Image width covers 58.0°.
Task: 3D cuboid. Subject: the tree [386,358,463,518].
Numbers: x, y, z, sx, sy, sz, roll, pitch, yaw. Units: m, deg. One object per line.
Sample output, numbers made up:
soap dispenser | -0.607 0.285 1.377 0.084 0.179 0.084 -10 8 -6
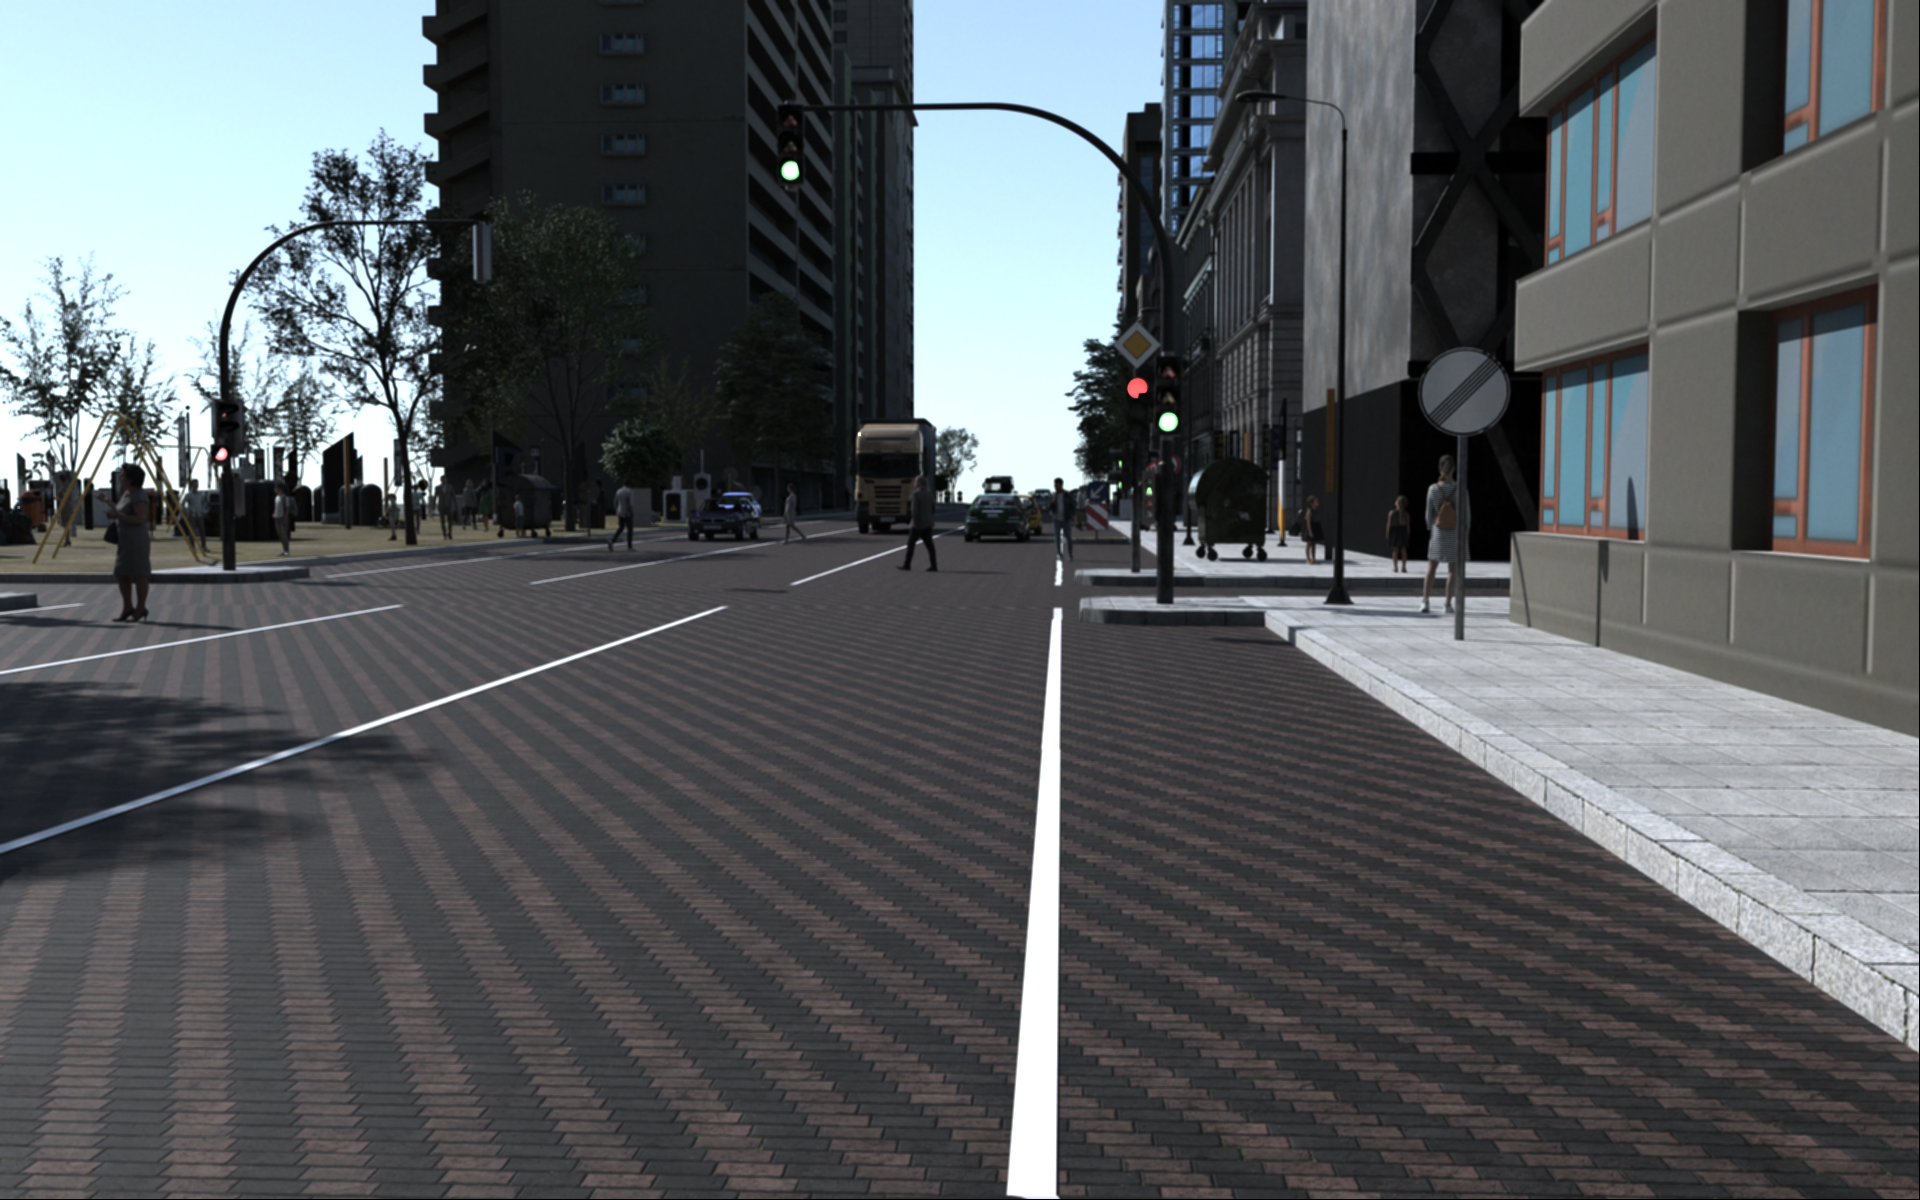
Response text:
tree | -28.760 -8.764 93.658 4.360 8.622 3.978 0 3 0

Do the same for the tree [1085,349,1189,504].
tree | 8.998 -8.212 84.630 4.737 8.622 4.395 0 3 0

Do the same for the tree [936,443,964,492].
tree | -1.552 -17.885 242.787 4.737 8.622 4.395 0 3 0

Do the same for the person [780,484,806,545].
person | -4.759 -2.447 49.251 0.760 1.731 0.466 -2 4 -27

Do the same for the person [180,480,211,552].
person | -16.901 -1.860 38.268 0.589 1.601 0.330 -3 5 -44

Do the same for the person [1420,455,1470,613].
person | 5.241 -0.711 18.673 0.512 1.701 0.522 1 4 13

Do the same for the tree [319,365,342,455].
tree | -34.532 -8.578 90.609 4.360 8.622 3.978 0 3 0

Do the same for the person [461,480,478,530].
person | -17.758 -3.443 62.518 0.709 1.800 0.728 2 4 26

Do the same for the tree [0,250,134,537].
tree | -26.838 -6.203 51.774 4.360 8.622 3.978 0 3 0

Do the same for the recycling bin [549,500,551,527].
recycling bin | -16.581 -3.414 68.371 0.722 1.027 0.722 0 4 2

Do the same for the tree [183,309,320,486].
tree | -28.824 -7.284 69.453 4.360 8.622 3.978 0 3 0

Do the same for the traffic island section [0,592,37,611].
traffic island section | -12.799 0.065 21.210 2.009 0.180 2.903 0 4 3

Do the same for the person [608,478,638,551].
person | -8.438 -2.144 43.407 0.661 1.843 0.795 3 4 38

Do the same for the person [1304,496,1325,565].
person | 6.469 -1.276 31.569 0.362 1.253 0.373 -2 4 -35

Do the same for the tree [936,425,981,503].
tree | -0.929 -20.397 259.242 9.928 11.665 9.643 0 3 0

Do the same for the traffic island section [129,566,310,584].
traffic island section | -12.328 -0.422 29.181 2.009 0.180 2.903 0 4 3

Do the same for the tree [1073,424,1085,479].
tree | 8.948 -8.895 95.794 4.737 8.622 4.395 0 3 0

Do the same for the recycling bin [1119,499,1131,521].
recycling bin | 8.111 -4.370 84.005 0.722 1.027 0.722 0 4 2

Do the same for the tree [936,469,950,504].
tree | -2.799 -15.130 231.086 4.285 4.588 4.351 0 3 0

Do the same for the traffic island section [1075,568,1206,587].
traffic island section | 2.887 -0.367 28.279 2.009 0.180 2.903 0 4 3

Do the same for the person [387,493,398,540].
person | -15.759 -2.309 48.069 0.425 1.301 0.394 2 4 30

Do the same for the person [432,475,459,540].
person | -14.464 -2.602 48.710 0.709 1.813 0.853 -1 4 -23

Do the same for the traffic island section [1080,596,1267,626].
traffic island section | 2.415 0.121 20.308 2.009 0.180 2.903 0 4 3

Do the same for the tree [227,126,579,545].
tree | -13.924 -6.681 43.653 8.767 10.594 7.601 -1 4 -20

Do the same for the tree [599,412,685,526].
tree | -12.761 -5.239 69.377 4.285 4.588 4.351 0 3 0

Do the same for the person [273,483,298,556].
person | -14.031 -1.669 35.925 0.503 1.515 0.523 0 4 8

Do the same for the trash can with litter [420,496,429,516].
trash can with litter | -31.312 -5.532 101.509 1.678 1.210 2.233 1 4 17

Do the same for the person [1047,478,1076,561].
person | 2.180 -1.734 37.195 0.623 1.781 0.721 0 4 1

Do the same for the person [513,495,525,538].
person | -12.765 -2.407 50.082 0.332 1.250 0.352 -2 4 -28

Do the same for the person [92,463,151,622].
person | -9.387 -0.644 19.396 0.532 1.782 0.716 -3 5 -43

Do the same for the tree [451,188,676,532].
tree | -13.386 -8.147 58.953 9.928 11.665 9.643 0 3 0

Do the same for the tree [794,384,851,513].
tree | -9.277 -10.073 115.052 4.737 8.622 4.395 0 3 0

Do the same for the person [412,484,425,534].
person | -17.523 -2.928 55.732 0.589 1.601 0.330 -1 4 -11

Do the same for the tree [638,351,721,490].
tree | -14.699 -8.539 89.979 4.737 8.622 4.395 0 3 0

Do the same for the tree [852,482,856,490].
tree | -8.107 -9.275 146.245 1.663 3.219 1.824 0 3 0

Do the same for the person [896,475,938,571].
person | -0.785 -1.432 32.305 0.834 1.777 0.661 2 4 31

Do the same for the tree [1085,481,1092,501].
tree | 19.067 -15.959 255.530 1.663 3.219 1.824 0 3 0

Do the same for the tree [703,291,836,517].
tree | -10.646 -10.958 97.283 7.486 12.596 7.792 0 3 0

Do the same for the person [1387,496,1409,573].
person | 7.172 -1.079 28.349 0.362 1.253 0.373 0 4 7

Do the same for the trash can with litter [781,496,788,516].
trash can with litter | -10.267 -5.390 99.505 0.624 1.170 1.055 -2 4 -24

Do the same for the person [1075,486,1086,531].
person | 4.689 -3.595 67.763 0.515 1.767 0.782 1 4 16

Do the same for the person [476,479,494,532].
person | -16.164 -3.227 59.044 0.600 1.795 0.529 0 4 -1

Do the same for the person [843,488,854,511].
person | -8.439 -7.599 130.815 0.721 1.766 1.217 3 5 41

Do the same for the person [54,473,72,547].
person | -21.687 -2.172 41.902 0.374 1.781 0.599 -1 4 -12

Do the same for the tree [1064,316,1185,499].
tree | 10.505 -11.743 110.118 7.486 12.596 7.792 0 3 0

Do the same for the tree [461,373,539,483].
tree | -26.971 -9.301 102.427 4.737 8.622 4.395 0 3 0

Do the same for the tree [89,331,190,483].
tree | -37.736 -7.873 79.086 4.737 8.622 4.395 0 3 0
